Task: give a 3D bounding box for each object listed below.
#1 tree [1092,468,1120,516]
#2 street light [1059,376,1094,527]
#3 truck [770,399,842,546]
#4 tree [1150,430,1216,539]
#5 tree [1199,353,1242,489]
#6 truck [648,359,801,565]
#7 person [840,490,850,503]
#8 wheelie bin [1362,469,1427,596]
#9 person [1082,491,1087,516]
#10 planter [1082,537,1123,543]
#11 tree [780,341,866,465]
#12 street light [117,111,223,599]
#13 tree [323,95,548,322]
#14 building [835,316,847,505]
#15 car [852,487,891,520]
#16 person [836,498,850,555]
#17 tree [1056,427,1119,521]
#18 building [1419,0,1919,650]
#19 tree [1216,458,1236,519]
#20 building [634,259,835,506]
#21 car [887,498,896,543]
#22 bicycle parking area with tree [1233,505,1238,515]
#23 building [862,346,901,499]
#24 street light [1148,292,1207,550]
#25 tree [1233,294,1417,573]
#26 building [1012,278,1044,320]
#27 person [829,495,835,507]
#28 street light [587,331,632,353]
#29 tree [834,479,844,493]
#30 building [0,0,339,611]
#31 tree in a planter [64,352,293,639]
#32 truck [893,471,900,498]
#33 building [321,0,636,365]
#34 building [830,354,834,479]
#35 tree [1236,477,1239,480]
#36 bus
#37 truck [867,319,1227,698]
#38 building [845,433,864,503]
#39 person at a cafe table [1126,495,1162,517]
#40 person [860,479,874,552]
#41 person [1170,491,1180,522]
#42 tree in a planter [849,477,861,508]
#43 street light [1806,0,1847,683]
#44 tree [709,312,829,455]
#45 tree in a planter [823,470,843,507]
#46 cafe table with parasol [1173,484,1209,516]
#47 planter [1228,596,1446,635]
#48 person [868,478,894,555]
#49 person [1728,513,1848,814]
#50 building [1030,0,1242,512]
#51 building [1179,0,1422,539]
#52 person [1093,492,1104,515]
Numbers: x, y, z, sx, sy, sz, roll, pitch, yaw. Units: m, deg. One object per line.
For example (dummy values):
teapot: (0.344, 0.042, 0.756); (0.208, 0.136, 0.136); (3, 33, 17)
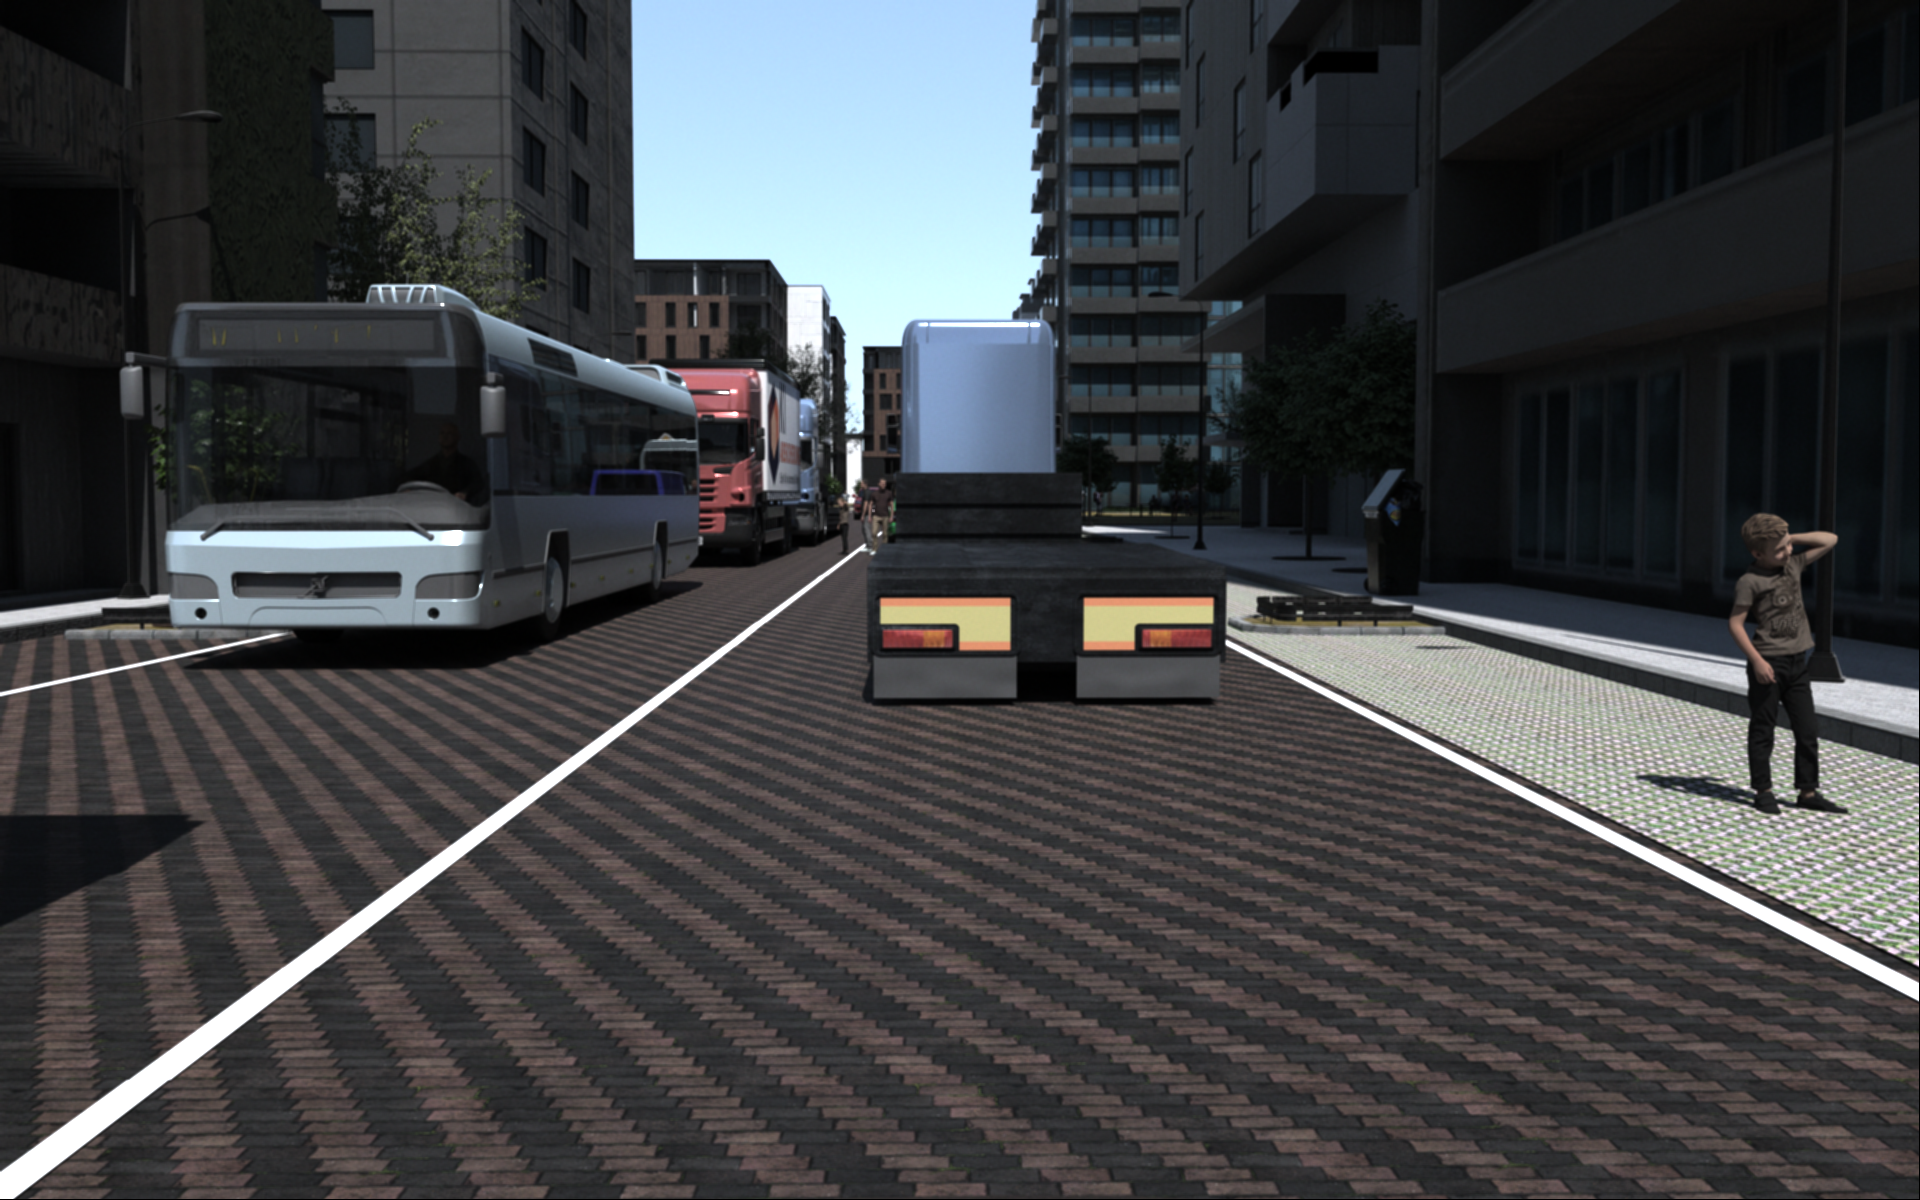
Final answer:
tree: (8.275, -6.448, 100.033); (1.663, 3.219, 1.824); (0, 3, 0)
street light: (4.561, -5.840, 68.027); (1.470, 5.913, 1.316); (0, 4, -1)
truck: (-5.289, -3.976, 54.766); (2.967, 4.110, 18.799); (0, 4, -1)
tree: (6.064, -3.393, 50.082); (1.663, 3.219, 1.824); (0, 3, 0)
tree: (14.141, -8.221, 84.774); (4.360, 8.622, 3.978); (0, 3, 0)
truck: (-5.222, -3.014, 38.189); (2.839, 4.237, 11.283); (0, 4, 0)
person: (-9.676, -8.378, 146.210); (0.841, 1.734, 0.376); (0, 4, -2)
wheelie bin: (5.535, -0.866, 22.065); (0.693, 1.594, 0.980); (0, 4, -6)
person: (7.193, -5.891, 103.077); (0.841, 1.734, 0.376); (2, 4, 29)
planter: (3.488, -1.482, 45.370); (1.991, 0.319, 1.994); (0, 4, -1)
tree: (-12.726, -13.982, 138.975); (12.009, 13.543, 11.850); (0, 3, 0)
street light: (-9.641, -2.974, 21.164); (1.470, 5.913, 1.316); (0, 4, -1)
tree: (-10.799, -4.968, 31.588); (4.737, 8.622, 4.395); (0, 3, 0)
building: (-30.736, -22.544, 212.572); (32.646, 21.610, 27.936); (0, 4, -1)
car: (-4.968, -5.486, 98.368); (2.281, 1.827, 5.304); (0, 4, -2)
person: (-2.754, -1.743, 40.908); (0.435, 1.345, 0.340); (3, 5, 44)
tree: (6.051, -6.135, 84.027); (4.285, 4.588, 4.351); (0, 3, 0)
building: (17.539, -23.868, 13.947); (21.300, 48.544, 21.600); (0, 4, -1)
tree: (13.077, -5.804, 89.490); (1.663, 3.219, 1.824); (0, 3, 0)
building: (-27.327, -19.766, 167.145); (27.936, 21.610, 32.646); (0, 4, -1)
car: (-1.186, -2.435, 48.614); (1.959, 1.807, 4.718); (0, 4, -2)
bicycle parking area with tree: (20.432, -7.181, 104.412); (8.231, 4.147, 9.016); (1, 4, 13)
building: (2.659, -24.826, 249.884); (32.646, 21.610, 27.936); (0, 4, -1)
street light: (5.011, -4.120, 39.909); (1.470, 5.913, 1.316); (0, 4, -1)
tree: (6.969, -2.740, 28.515); (4.285, 4.588, 4.351); (0, 3, 0)
building: (12.600, -18.427, 157.708); (16.016, 20.091, 11.380); (0, 4, -1)
person: (-10.697, -8.189, 144.605); (0.499, 1.552, 0.429); (2, 4, 28)
street light: (-10.050, -4.706, 49.477); (1.470, 5.913, 1.316); (0, 4, -1)
tree: (-14.191, -12.372, 196.885); (1.663, 3.219, 1.824); (0, 3, 0)
building: (-16.425, -15.121, 18.938); (14.160, 30.474, 14.107); (0, 4, -1)
tree in a planter: (-7.870, -1.270, 17.988); (1.991, 3.239, 1.994); (0, 4, -1)
truck: (-6.824, -13.725, 213.309); (2.839, 4.237, 11.283); (0, 4, -1)
building: (-22.281, -37.702, 54.679); (20.611, 71.187, 20.563); (0, 4, -1)
building: (-21.901, -20.357, 189.250); (16.016, 20.091, 11.380); (0, 4, -1)
tree: (13.922, -6.034, 93.250); (1.663, 3.219, 1.824); (0, 3, 0)
bus: (-5.177, -1.508, 19.523); (2.948, 3.499, 13.247); (0, 4, 0)
truck: (0.401, -1.906, 20.918); (2.967, 4.110, 18.799); (0, 4, -1)
building: (-27.543, -18.220, 240.036); (28.070, 9.664, 9.099); (0, 4, -1)
person at a cafe table: (10.509, -5.296, 97.450); (1.726, 1.238, 1.698); (-2, 4, -26)
person: (-2.357, -2.114, 43.187); (0.434, 1.807, 0.598); (1, 4, 19)
person: (9.975, -4.342, 80.274); (0.421, 1.427, 0.697); (0, 4, -8)
tree in a planter: (-10.360, -11.073, 178.268); (1.991, 3.239, 1.994); (0, 4, -1)
street light: (5.403, -2.399, 11.762); (1.470, 5.913, 1.316); (0, 4, -1)
tree: (-11.375, -9.457, 89.036); (7.601, 10.594, 8.767); (2, 4, 26)
tree in a planter: (-9.571, -7.993, 127.914); (1.991, 3.239, 1.994); (0, 4, -1)
cafe table with parasol: (13.916, -5.955, 102.232); (2.610, 1.966, 2.610); (1, 4, 17)
planter: (3.905, 0.166, 18.430); (1.991, 0.319, 1.994); (0, 4, -1)
person: (-1.864, -1.958, 40.636); (0.598, 1.807, 0.434); (1, 4, 13)
person: (3.715, 0.284, 7.760); (0.435, 1.345, 0.340); (-1, 4, -22)
building: (17.047, -31.553, 135.502); (23.786, 49.044, 30.456); (0, 4, -1)
building: (21.943, -28.327, 52.390); (28.713, 52.752, 27.495); (0, 4, -1)
person: (8.174, -5.851, 102.526); (0.431, 1.722, 0.655); (-3, 5, -42)
